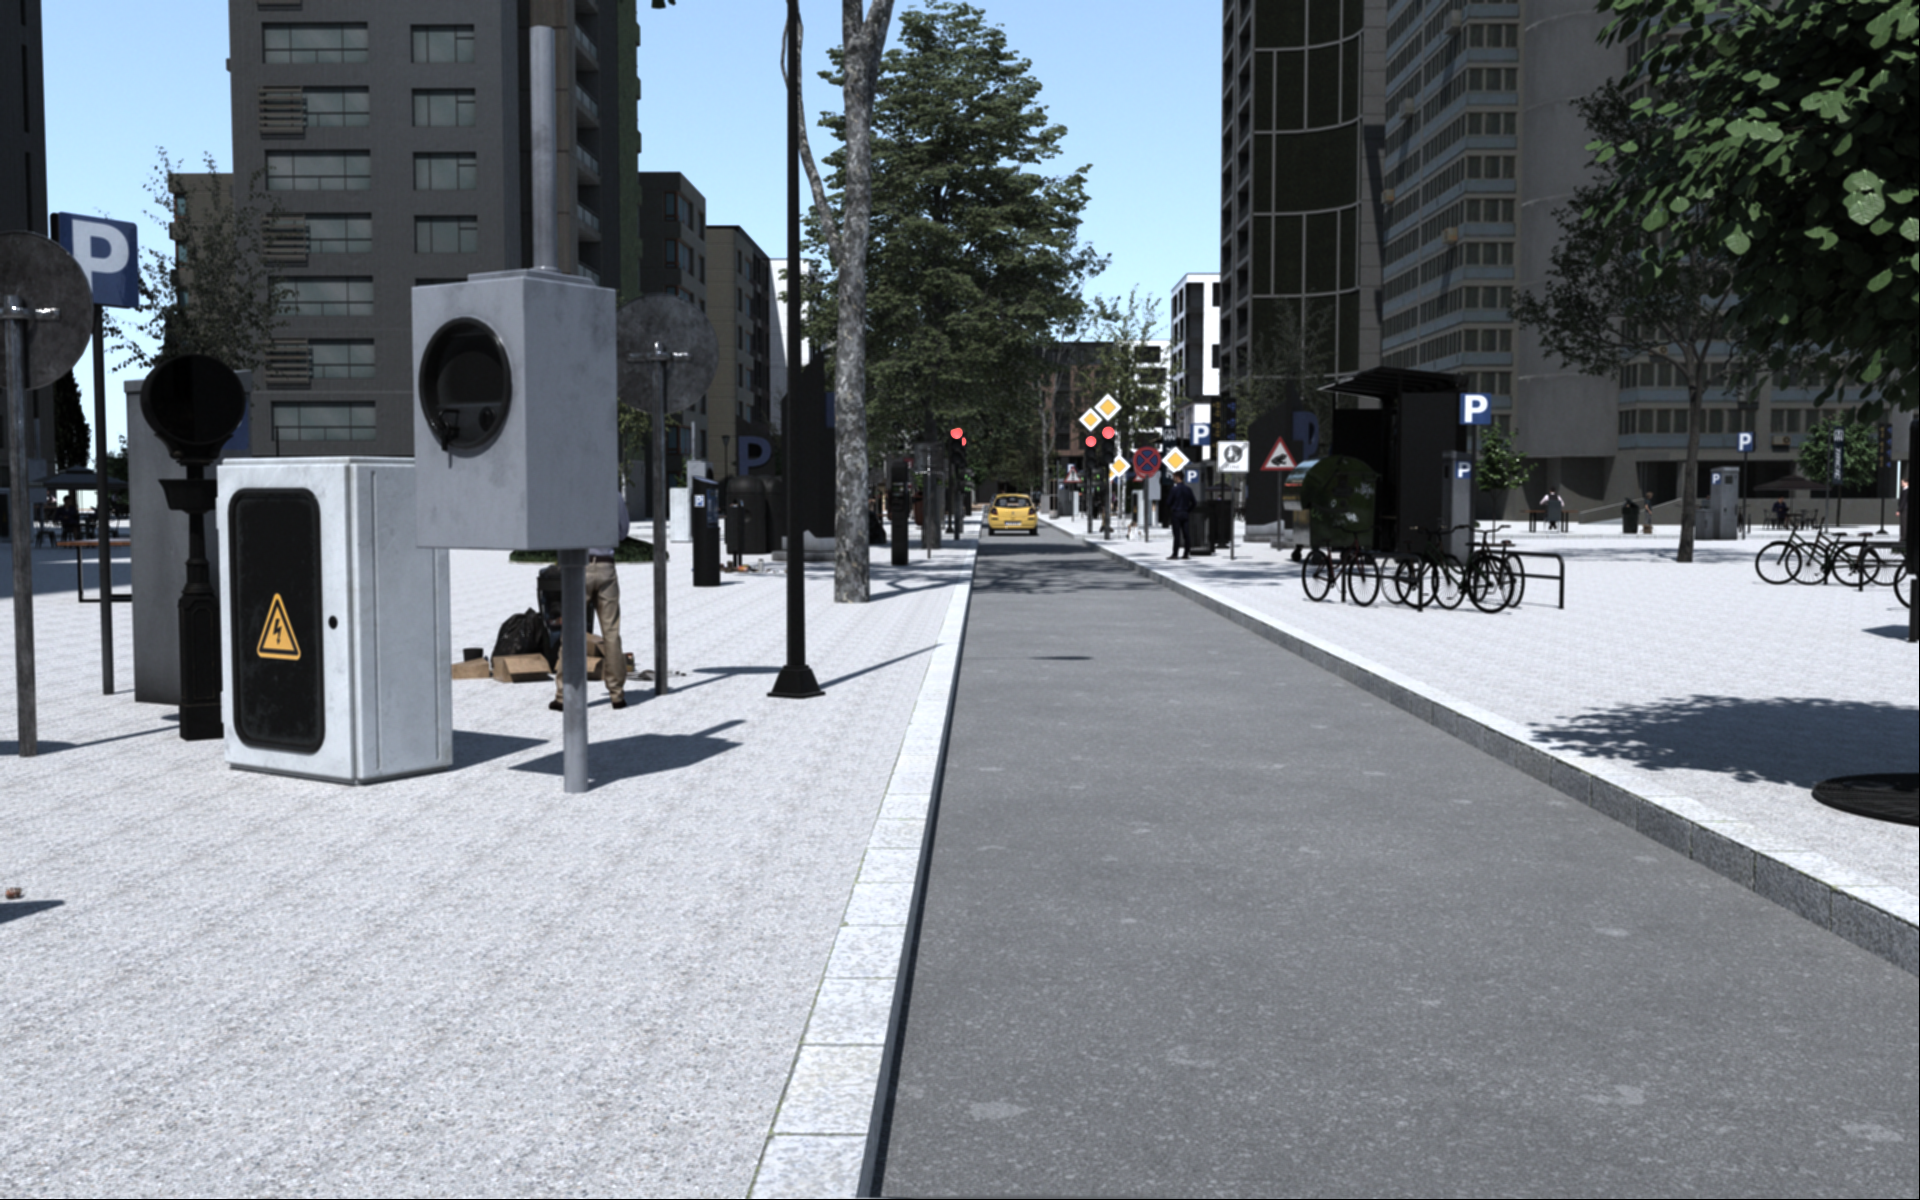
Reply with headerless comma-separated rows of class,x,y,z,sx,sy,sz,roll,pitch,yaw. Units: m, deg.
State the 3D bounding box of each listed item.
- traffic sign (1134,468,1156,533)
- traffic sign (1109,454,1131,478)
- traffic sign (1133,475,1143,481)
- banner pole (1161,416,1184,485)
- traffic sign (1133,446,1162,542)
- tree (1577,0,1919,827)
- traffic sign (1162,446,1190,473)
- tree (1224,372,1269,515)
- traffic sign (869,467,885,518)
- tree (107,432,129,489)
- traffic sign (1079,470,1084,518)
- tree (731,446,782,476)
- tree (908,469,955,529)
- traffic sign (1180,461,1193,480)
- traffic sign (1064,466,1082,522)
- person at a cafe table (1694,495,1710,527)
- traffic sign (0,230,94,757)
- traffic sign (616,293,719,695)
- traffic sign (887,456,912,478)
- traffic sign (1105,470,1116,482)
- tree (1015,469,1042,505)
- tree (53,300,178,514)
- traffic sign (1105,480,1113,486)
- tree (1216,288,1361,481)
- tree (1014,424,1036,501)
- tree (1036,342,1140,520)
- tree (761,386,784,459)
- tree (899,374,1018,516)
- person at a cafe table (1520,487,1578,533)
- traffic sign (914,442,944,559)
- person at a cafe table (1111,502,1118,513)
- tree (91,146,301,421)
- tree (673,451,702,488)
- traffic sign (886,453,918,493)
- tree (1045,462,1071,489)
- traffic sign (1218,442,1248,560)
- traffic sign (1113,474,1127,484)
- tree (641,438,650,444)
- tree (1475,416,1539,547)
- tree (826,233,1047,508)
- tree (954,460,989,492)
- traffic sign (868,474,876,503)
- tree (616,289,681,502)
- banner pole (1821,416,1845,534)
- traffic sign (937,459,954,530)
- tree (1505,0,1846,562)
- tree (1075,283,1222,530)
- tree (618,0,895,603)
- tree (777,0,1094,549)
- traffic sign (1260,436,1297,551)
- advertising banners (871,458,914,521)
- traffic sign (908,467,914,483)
traffic sign,6.132,-3.497,57.278,0.768,2.556,0.104,1,4,10
traffic sign,5.204,-3.472,56.494,0.795,2.593,0.064,0,4,3
traffic sign,7.713,-4.458,72.889,0.884,2.594,0.081,0,4,5
banner pole,6.885,-4.011,55.596,0.863,3.779,0.401,0,4,2
traffic sign,4.962,-2.803,45.941,0.768,2.556,0.104,1,4,10
tree,4.343,-1.417,6.877,4.285,4.588,4.351,0,3,0
traffic sign,5.913,-2.916,47.416,0.795,2.593,0.064,0,4,8
tree,16.912,-9.436,104.644,4.737,8.622,4.395,0,3,0
traffic sign,-3.902,-4.976,81.456,0.768,2.556,0.104,0,4,4
tree,-22.165,-3.208,47.059,1.663,3.219,1.824,0,3,0
traffic sign,6.580,-5.688,93.111,0.768,2.556,0.104,1,4,8
tree,-11.806,-7.225,101.843,4.285,4.588,4.351,0,3,0
tree,-1.117,-4.203,63.317,1.663,3.219,1.824,0,3,0
traffic sign,8.571,-4.017,65.781,0.768,2.556,0.104,0,4,3
traffic sign,5.222,-4.896,80.050,0.884,2.594,0.081,0,4,1
person at a cafe table,29.248,-3.477,67.708,1.698,1.238,1.726,2,4,26
traffic sign,-4.565,-0.508,8.406,0.768,2.556,0.104,0,4,6
traffic sign,-1.912,-0.667,11.006,0.768,2.556,0.104,0,4,4
traffic sign,-2.053,-3.594,58.762,0.884,2.594,0.081,0,4,6
traffic sign,6.373,-4.492,73.181,0.795,2.593,0.064,1,4,10
tree,8.247,-13.751,208.547,4.285,4.588,4.351,0,3,0
tree,-53.741,-13.175,117.237,13.155,14.587,18.604,0,4,1
traffic sign,8.970,-6.457,105.680,0.768,2.556,0.104,0,4,6
tree,11.631,-6.834,62.101,4.360,8.622,3.978,0,3,0
tree,7.297,-13.750,175.173,4.360,8.622,3.978,0,3,0
tree,6.542,-8.223,84.816,4.360,8.622,3.978,0,3,0
tree,-11.228,-10.070,115.002,4.360,8.622,3.978,0,3,0
tree,-0.504,-10.874,103.538,9.928,11.665,9.643,0,3,0
person at a cafe table,19.653,-3.004,57.624,1.698,1.524,1.622,1,4,8
traffic sign,-0.611,-1.967,34.285,0.606,2.300,0.079,0,4,5
person at a cafe table,11.096,-6.713,118.279,1.698,1.524,1.622,1,4,12
tree,-15.759,-5.267,36.484,4.360,8.622,3.978,0,3,0
tree,-11.902,-4.990,76.193,1.663,3.219,1.824,0,3,0
traffic sign,-2.551,-5.612,85.635,2.265,3.308,0.079,0,4,5
tree,5.915,-6.736,104.736,1.663,3.219,1.824,0,3,0
traffic sign,5.302,-1.930,33.678,0.606,2.300,0.079,1,4,9
traffic sign,8.520,-5.639,92.307,0.768,2.556,0.104,0,4,5
tree,-19.339,-10.439,88.812,7.486,12.596,7.792,0,3,0
tree,13.042,-2.928,42.470,1.663,3.219,1.824,0,3,0
tree,-1.252,-9.544,73.049,9.611,12.733,9.660,0,3,0
tree,0.504,-8.930,129.711,4.285,4.588,4.351,0,3,0
traffic sign,-4.426,-5.172,86.691,0.606,2.300,0.079,0,4,3
tree,-12.119,-6.914,63.402,4.737,8.622,4.395,0,3,0
banner pole,28.169,-4.026,55.836,0.863,3.779,0.401,-1,4,-19
traffic sign,-0.583,-3.773,61.791,0.768,2.556,0.104,0,4,8
tree,13.971,-5.981,32.207,7.601,10.594,8.767,0,4,4
tree,5.947,-6.796,61.474,4.737,8.622,4.395,0,3,0
tree,-0.127,-10.092,20.895,12.611,20.169,13.585,0,3,0
tree,-0.327,-7.447,39.891,7.486,12.596,7.792,0,3,0
traffic sign,7.193,-2.386,39.013,0.884,2.594,0.081,0,4,2
advertising banners,-3.215,-5.306,82.940,2.074,3.025,0.090,0,4,-2
traffic sign,-2.079,-3.944,66.611,0.606,2.300,0.079,0,4,5
